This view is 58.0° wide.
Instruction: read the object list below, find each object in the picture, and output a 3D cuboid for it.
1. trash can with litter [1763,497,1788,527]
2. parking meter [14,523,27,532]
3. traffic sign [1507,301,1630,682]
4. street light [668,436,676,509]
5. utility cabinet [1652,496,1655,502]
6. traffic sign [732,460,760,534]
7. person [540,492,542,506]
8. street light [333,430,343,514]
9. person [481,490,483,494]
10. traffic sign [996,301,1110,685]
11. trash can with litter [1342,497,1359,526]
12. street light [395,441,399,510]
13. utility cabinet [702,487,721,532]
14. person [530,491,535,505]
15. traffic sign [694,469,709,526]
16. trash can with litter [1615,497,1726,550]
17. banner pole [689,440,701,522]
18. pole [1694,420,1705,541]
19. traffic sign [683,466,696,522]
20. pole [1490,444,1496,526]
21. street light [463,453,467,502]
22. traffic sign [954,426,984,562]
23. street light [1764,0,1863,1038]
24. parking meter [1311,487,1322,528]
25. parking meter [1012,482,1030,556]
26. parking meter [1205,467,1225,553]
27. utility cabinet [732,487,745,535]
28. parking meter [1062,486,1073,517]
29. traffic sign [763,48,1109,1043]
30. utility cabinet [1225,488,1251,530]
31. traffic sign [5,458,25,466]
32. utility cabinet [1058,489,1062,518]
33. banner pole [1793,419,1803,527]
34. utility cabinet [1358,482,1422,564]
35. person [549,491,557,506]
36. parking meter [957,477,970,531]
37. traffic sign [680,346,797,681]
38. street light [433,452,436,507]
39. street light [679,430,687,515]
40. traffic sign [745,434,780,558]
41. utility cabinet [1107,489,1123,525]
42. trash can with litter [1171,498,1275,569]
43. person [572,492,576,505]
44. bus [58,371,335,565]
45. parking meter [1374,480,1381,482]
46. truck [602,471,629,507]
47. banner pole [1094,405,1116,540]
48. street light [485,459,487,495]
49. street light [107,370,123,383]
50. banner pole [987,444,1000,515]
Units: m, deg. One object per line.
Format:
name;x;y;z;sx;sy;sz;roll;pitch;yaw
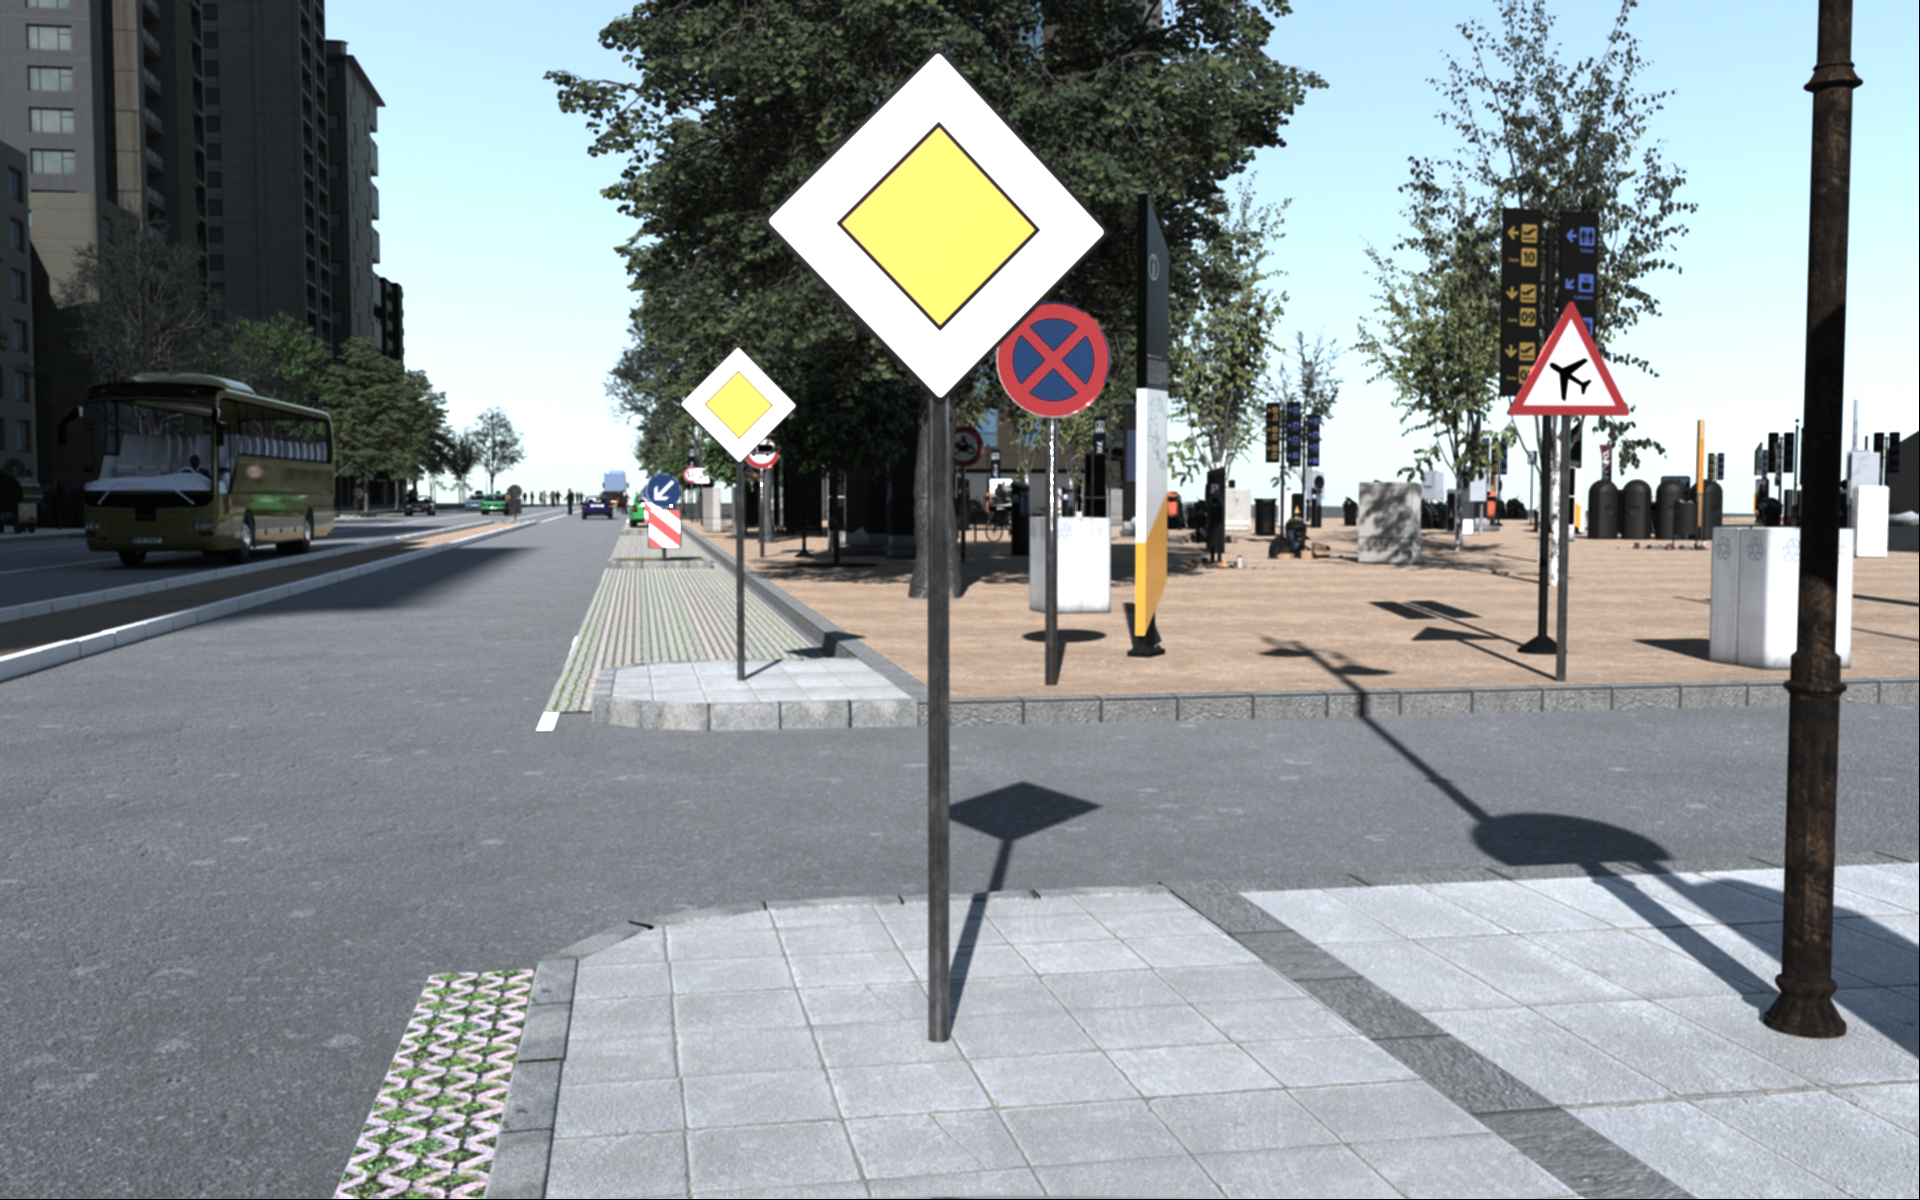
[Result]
trash can with litter;26.572;-2.742;56.221;0.624;1.170;1.055;-1;4;-9
parking meter;-32.058;-3.097;59.040;0.372;1.533;0.369;0;3;0
traffic sign;4.118;-0.721;11.799;0.884;2.594;0.081;-1;4;-9
street light;-22.025;-9.825;133.419;0.468;5.910;1.993;-1;4;-10
utility cabinet;29.631;-3.874;74.499;0.306;1.237;1.020;2;4;29
traffic sign;-6.812;-3.366;55.045;0.884;2.594;0.081;0;4;-6
person;-51.367;-12.392;211.904;0.721;1.735;1.217;-1;4;-18
street light;-40.288;-8.525;112.177;0.468;5.910;1.993;-1;4;-10
person;-53.231;-11.288;192.924;0.709;1.838;0.599;1;4;15
traffic sign;0.613;-0.701;11.568;0.768;2.556;0.104;0;4;-7
trash can with litter;16.015;-3.585;69.995;1.055;1.170;0.624;0;4;3
street light;-45.407;-10.218;139.859;0.468;5.910;1.993;-1;4;-10
utility cabinet;-8.364;-3.042;58.417;0.318;1.500;1.173;-2;4;-25
person;-55.917;-13.335;226.470;0.705;1.831;1.348;0;4;6
traffic sign;-10.232;-4.071;68.695;0.606;2.300;0.079;0;4;-5
trash can with litter;16.512;-1.795;40.409;2.233;1.210;1.678;2;4;27
banner pole;-12.263;-5.493;79.828;0.401;3.779;0.863;-3;5;-43
pole;20.335;-3.288;47.608;0.158;3.312;0.155;0;3;0
traffic sign;-12.260;-4.833;79.127;0.768;2.556;0.104;0;4;-6
pole;21.629;-4.673;70.250;0.158;3.312;0.155;0;3;0
street light;-55.191;-13.474;193.090;0.468;5.910;1.993;-1;4;-10
traffic sign;0.061;-1.984;32.552;0.768;2.556;0.104;0;4;-4
street light;2.033;-1.908;3.989;0.468;5.910;1.993;-1;4;-10
parking meter;13.631;-3.536;66.227;0.372;1.533;0.369;0;3;0
parking meter;1.264;-1.699;36.183;0.372;1.533;0.369;0;3;0
parking meter;5.536;-1.949;37.582;0.399;1.863;0.255;1;4;20
utility cabinet;-6.911;-2.778;54.095;0.318;1.500;1.173;-1;4;-13
parking meter;3.512;-2.950;56.652;0.372;1.533;0.369;0;3;0
traffic sign;-0.053;-0.022;4.009;0.795;2.450;0.064;-1;4;-10
utility cabinet;9.590;-3.177;60.617;1.173;1.500;0.318;0;4;6
traffic sign;-33.442;-3.742;61.288;0.768;2.556;0.104;0;4;-1
utility cabinet;3.826;-3.648;68.324;0.318;1.500;1.173;-1;4;-13
banner pole;27.922;-4.124;57.449;0.401;3.779;0.863;-2;4;-27
utility cabinet;7.908;-1.418;31.863;0.318;1.500;1.173;-3;5;-40
person;-49.413;-12.330;210.038;0.705;1.831;1.348;2;4;34
parking meter;0.120;-3.356;60.575;0.399;1.863;0.255;2;4;35
traffic sign;-1.510;-0.503;11.861;0.795;2.450;0.064;-1;4;-10
street light;-50.207;-11.785;165.471;0.468;5.910;1.993;-1;4;-10
street light;-16.892;-8.137;105.827;0.468;5.910;1.993;-1;4;-10
traffic sign;-4.000;-2.132;34.966;0.768;2.556;0.104;-1;4;-9
utility cabinet;6.262;-3.785;70.563;0.318;1.500;1.173;2;4;30
trash can with litter;4.543;-1.197;30.631;1.678;1.210;2.233;0;4;-5
person;-49.221;-12.892;220.001;1.217;1.736;0.721;0;4;5
bus;-16.318;-2.863;38.365;2.896;3.916;12.252;-1;4;-10
parking meter;17.411;-4.051;71.951;0.399;1.863;0.255;-1;4;-10
truck;-38.517;-12.365;191.918;2.967;4.110;18.799;-1;4;-9
banner pole;4.071;-3.614;49.102;0.401;3.779;0.863;-3;5;-40
street light;-60.354;-15.165;220.737;0.468;5.910;1.993;-1;4;-10
street light;-31.333;-5.603;64.399;0.468;5.910;1.993;-1;4;-10
banner pole;1.614;-5.898;86.457;0.863;3.779;0.401;1;4;12
